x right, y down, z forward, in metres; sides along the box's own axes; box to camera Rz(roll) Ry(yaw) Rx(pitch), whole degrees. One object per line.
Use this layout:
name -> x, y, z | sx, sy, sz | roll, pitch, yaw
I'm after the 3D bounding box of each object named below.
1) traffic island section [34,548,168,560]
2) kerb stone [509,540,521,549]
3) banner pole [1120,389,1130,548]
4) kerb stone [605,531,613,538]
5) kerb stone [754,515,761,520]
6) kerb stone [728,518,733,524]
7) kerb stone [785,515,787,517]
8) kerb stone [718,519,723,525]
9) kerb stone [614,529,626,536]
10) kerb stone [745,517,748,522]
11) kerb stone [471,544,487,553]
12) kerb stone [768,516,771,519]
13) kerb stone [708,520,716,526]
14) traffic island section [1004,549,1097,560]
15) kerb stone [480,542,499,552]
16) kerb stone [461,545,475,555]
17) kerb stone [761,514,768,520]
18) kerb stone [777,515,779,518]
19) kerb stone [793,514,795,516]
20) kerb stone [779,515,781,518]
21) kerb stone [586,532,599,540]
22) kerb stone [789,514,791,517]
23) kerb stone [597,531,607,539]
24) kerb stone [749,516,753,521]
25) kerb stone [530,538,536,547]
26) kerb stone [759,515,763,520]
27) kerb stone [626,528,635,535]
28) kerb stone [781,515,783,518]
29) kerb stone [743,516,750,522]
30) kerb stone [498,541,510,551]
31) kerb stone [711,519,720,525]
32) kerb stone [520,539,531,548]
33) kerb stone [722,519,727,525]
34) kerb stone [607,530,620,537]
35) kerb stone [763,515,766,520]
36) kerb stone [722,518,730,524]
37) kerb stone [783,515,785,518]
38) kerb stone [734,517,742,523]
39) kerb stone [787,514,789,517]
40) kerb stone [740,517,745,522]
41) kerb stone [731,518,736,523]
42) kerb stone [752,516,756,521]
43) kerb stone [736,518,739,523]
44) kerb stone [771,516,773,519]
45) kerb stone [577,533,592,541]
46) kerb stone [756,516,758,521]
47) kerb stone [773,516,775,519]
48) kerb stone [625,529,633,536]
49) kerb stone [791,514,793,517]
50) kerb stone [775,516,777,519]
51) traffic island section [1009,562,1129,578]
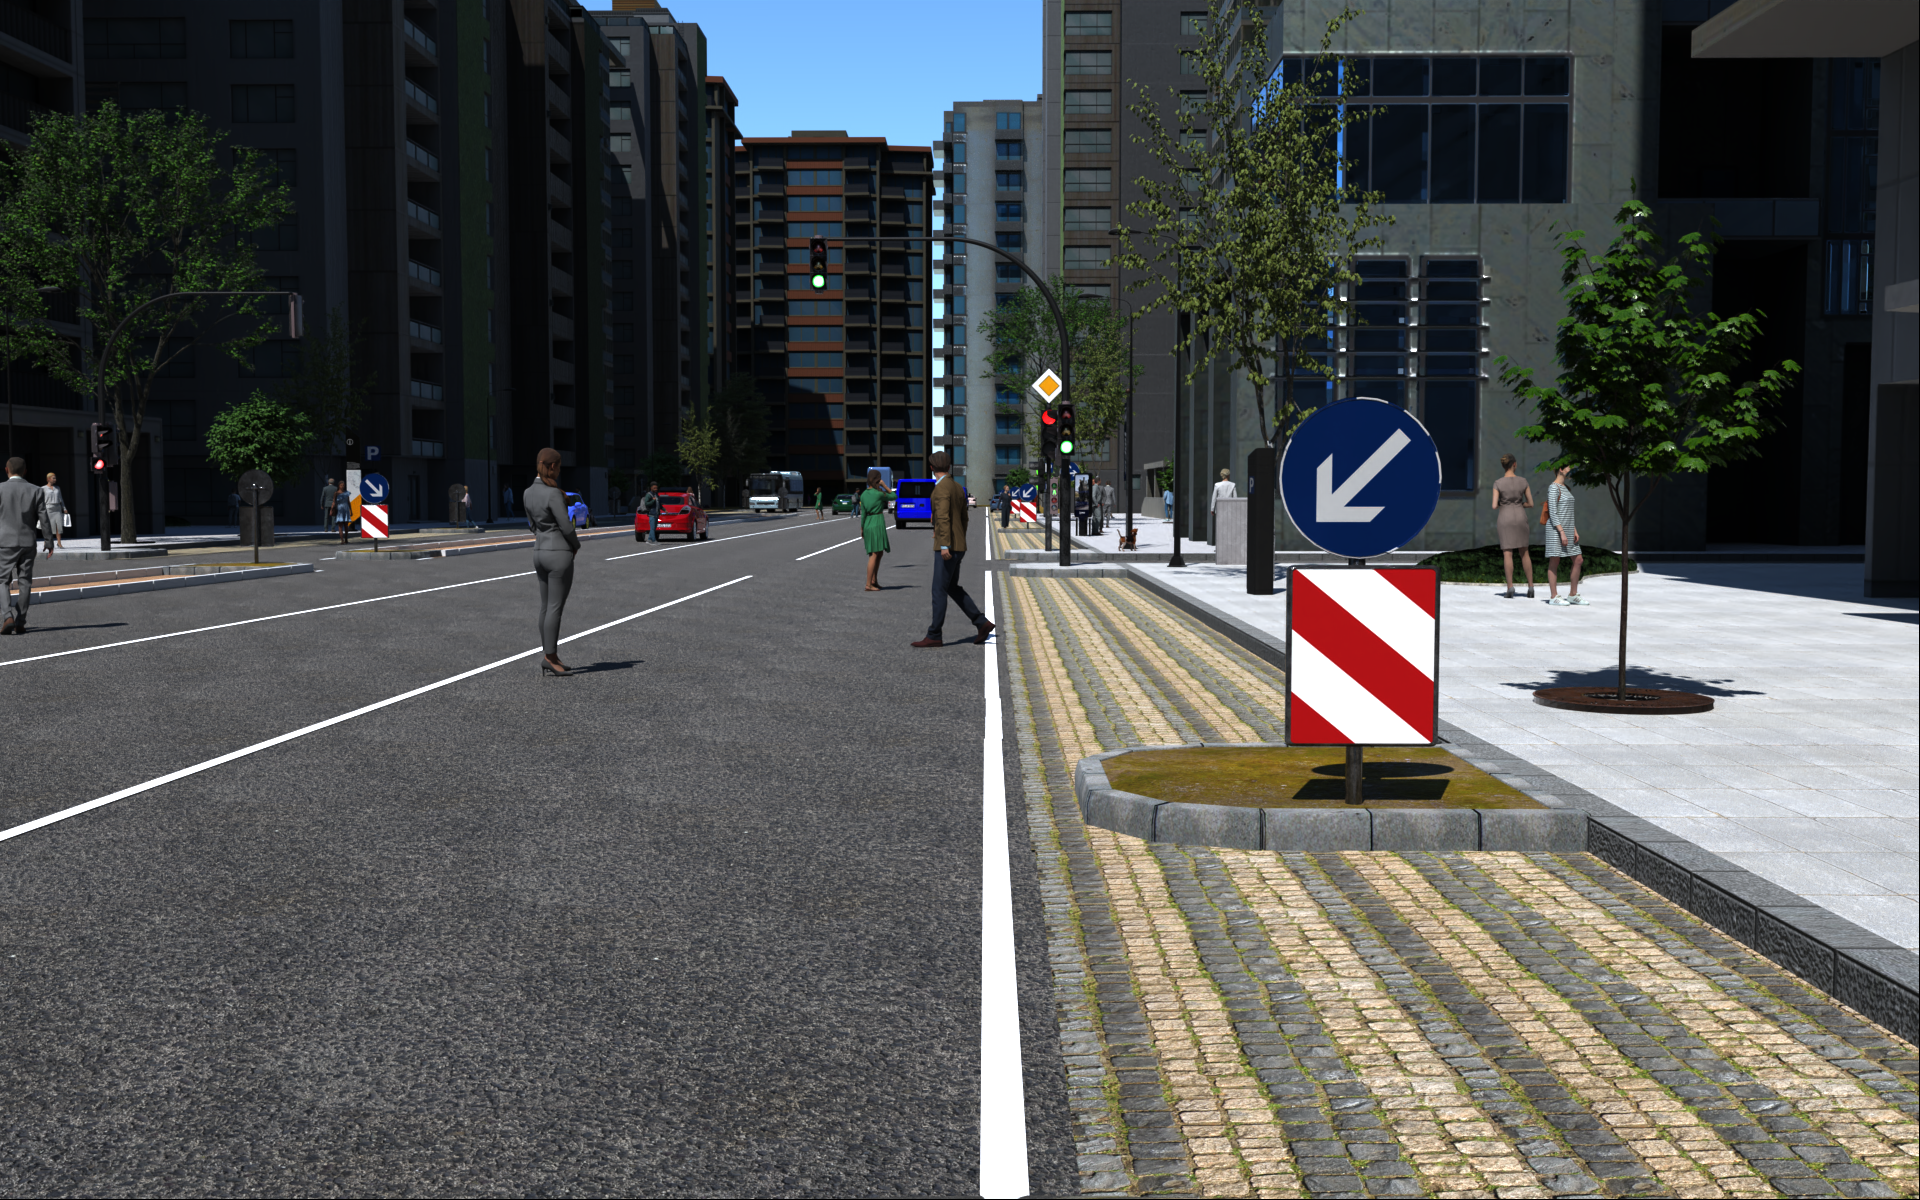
traffic island section -> -19.334, -1.033, 39.168 | 2.009, 0.180, 2.903 | 0, 4, 1
kerb stone -> -11.730, -1.409, 45.228 | 0.120, 0.150, 1.000 | 0, 4, 1
banner pole -> 3.976, -3.143, 41.410 | 0.401, 3.779, 0.863 | 0, 4, -2
kerb stone -> -11.559, -2.098, 56.493 | 0.120, 0.150, 1.000 | 0, 4, 1
kerb stone -> -10.992, -4.349, 93.390 | 0.120, 0.150, 1.000 | 0, 4, 1
kerb stone -> -11.154, -3.728, 83.152 | 0.120, 0.150, 1.000 | 0, 4, 1
kerb stone -> -10.811, -5.105, 105.687 | 0.120, 0.150, 1.000 | 0, 4, 1
kerb stone -> -11.198, -3.539, 80.063 | 0.120, 0.150, 1.000 | 0, 4, 1
kerb stone -> -11.526, -2.223, 58.545 | 0.120, 0.150, 1.000 | 0, 4, 1
kerb stone -> -11.076, -4.041, 88.271 | 0.120, 0.150, 1.000 | 0, 4, 1
kerb stone -> -11.780, -1.218, 42.159 | 0.120, 0.150, 1.000 | 0, 4, 1
kerb stone -> -10.930, -4.597, 97.479 | 0.120, 0.150, 1.000 | 0, 4, 1
kerb stone -> -11.235, -3.414, 78.019 | 0.120, 0.150, 1.000 | 0, 4, 1
traffic island section -> 2.005, -1.013, 38.839 | 2.009, 0.180, 2.903 | 0, 4, 1
kerb stone -> -11.768, -1.283, 43.184 | 0.120, 0.150, 1.000 | 0, 4, 1
kerb stone -> -11.790, -1.154, 41.130 | 0.120, 0.150, 1.000 | 0, 4, 1
kerb stone -> -10.948, -4.542, 96.456 | 0.120, 0.150, 1.000 | 0, 4, 1
kerb stone -> -10.866, -4.855, 101.575 | 0.120, 0.150, 1.000 | 0, 4, 1
kerb stone -> -10.745, -5.355, 109.791 | 0.120, 0.150, 1.000 | 0, 4, 1
kerb stone -> -10.850, -4.918, 102.613 | 0.120, 0.150, 1.000 | 0, 4, 1
kerb stone -> -11.585, -1.971, 54.446 | 0.120, 0.150, 1.000 | 0, 4, 1
kerb stone -> -10.784, -5.223, 107.739 | 0.120, 0.150, 1.000 | 0, 4, 1
kerb stone -> -11.570, -2.031, 55.468 | 0.120, 0.150, 1.000 | 0, 4, 1
kerb stone -> -11.045, -4.166, 90.316 | 0.120, 0.150, 1.000 | 0, 4, 1
kerb stone -> -11.700, -1.531, 47.281 | 0.120, 0.150, 1.000 | 0, 4, 1
kerb stone -> -10.978, -4.417, 94.412 | 0.120, 0.150, 1.000 | 0, 4, 1
kerb stone -> -11.506, -2.349, 60.602 | 0.120, 0.150, 1.000 | 0, 4, 1
kerb stone -> -10.847, -4.981, 103.635 | 0.120, 0.150, 1.000 | 0, 4, 1
kerb stone -> -11.066, -4.104, 89.293 | 0.120, 0.150, 1.000 | 0, 4, 1
kerb stone -> -11.744, -1.346, 44.206 | 0.120, 0.150, 1.000 | 0, 4, 1
kerb stone -> -11.214, -3.477, 79.041 | 0.120, 0.150, 1.000 | 0, 4, 1
kerb stone -> -11.713, -1.472, 46.259 | 0.120, 0.150, 1.000 | 0, 4, 1
kerb stone -> -11.176, -3.602, 81.096 | 0.120, 0.150, 1.000 | 0, 4, 1
kerb stone -> -11.543, -2.156, 57.523 | 0.120, 0.150, 1.000 | 0, 4, 1
kerb stone -> -10.963, -4.478, 95.434 | 0.120, 0.150, 1.000 | 0, 4, 1
kerb stone -> -11.166, -3.666, 82.127 | 0.120, 0.150, 1.000 | 0, 4, 1
kerb stone -> -10.817, -5.044, 104.658 | 0.120, 0.150, 1.000 | 0, 4, 1
kerb stone -> -11.109, -3.916, 86.224 | 0.120, 0.150, 1.000 | 0, 4, 1
kerb stone -> -10.792, -5.169, 106.716 | 0.120, 0.150, 1.000 | 0, 4, 1
kerb stone -> -11.089, -3.979, 87.246 | 0.120, 0.150, 1.000 | 0, 4, 1
kerb stone -> -11.141, -3.791, 84.175 | 0.120, 0.150, 1.000 | 0, 4, 1
kerb stone -> -11.023, -4.229, 91.344 | 0.120, 0.150, 1.000 | 0, 4, 1
kerb stone -> -11.118, -3.850, 85.197 | 0.120, 0.150, 1.000 | 0, 4, 1
kerb stone -> -10.917, -4.663, 98.502 | 0.120, 0.150, 1.000 | 0, 4, 1
kerb stone -> -11.615, -1.910, 53.424 | 0.120, 0.150, 1.000 | 0, 4, 1
kerb stone -> -11.008, -4.286, 92.366 | 0.120, 0.150, 1.000 | 0, 4, 1
kerb stone -> -10.900, -4.730, 99.524 | 0.120, 0.150, 1.000 | 0, 4, 1
kerb stone -> -11.512, -2.286, 59.574 | 0.120, 0.150, 1.000 | 0, 4, 1
kerb stone -> -10.766, -5.294, 108.764 | 0.120, 0.150, 1.000 | 0, 4, 1
kerb stone -> -10.882, -4.792, 100.546 | 0.120, 0.150, 1.000 | 0, 4, 1
traffic island section -> 1.883, -0.524, 30.855 | 2.009, 0.180, 2.903 | 0, 4, 1
